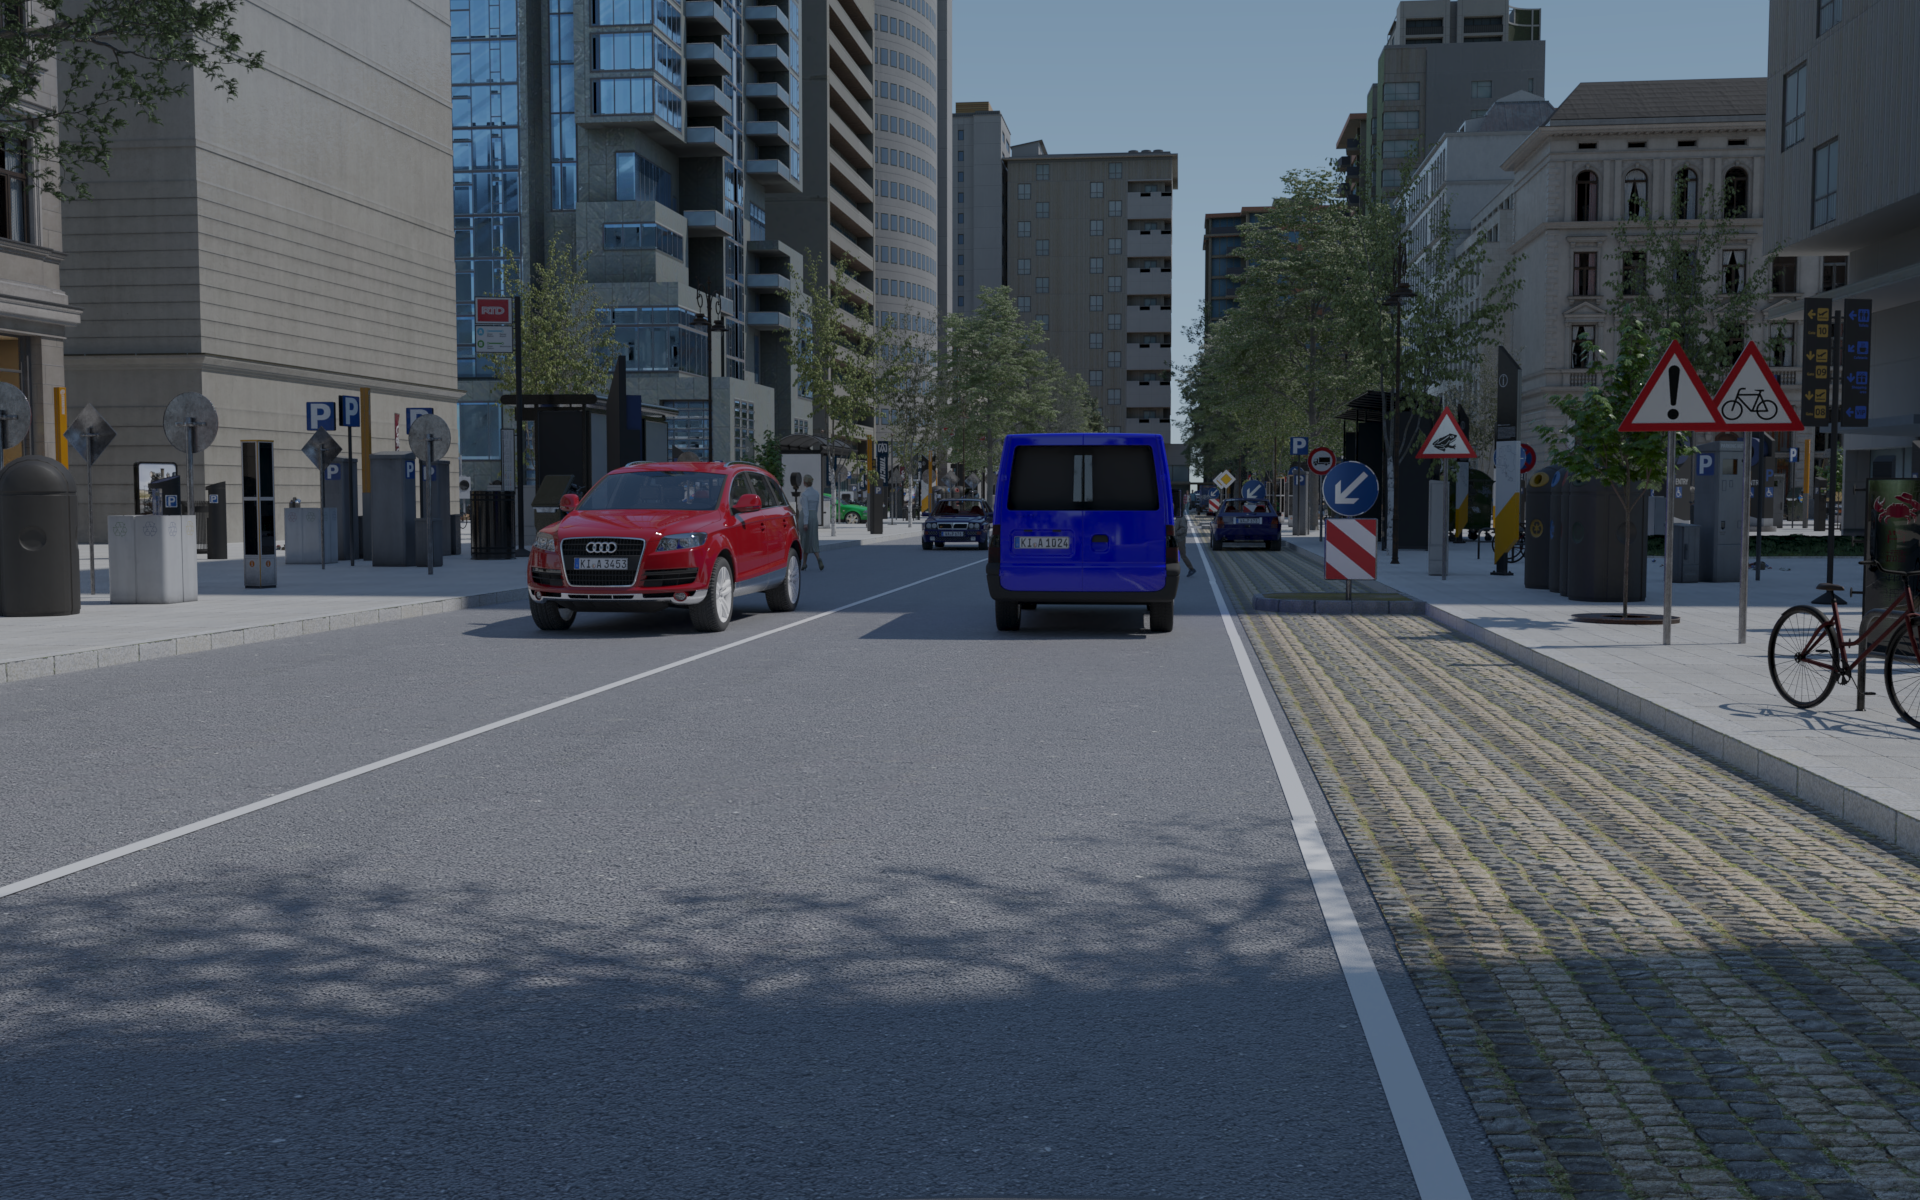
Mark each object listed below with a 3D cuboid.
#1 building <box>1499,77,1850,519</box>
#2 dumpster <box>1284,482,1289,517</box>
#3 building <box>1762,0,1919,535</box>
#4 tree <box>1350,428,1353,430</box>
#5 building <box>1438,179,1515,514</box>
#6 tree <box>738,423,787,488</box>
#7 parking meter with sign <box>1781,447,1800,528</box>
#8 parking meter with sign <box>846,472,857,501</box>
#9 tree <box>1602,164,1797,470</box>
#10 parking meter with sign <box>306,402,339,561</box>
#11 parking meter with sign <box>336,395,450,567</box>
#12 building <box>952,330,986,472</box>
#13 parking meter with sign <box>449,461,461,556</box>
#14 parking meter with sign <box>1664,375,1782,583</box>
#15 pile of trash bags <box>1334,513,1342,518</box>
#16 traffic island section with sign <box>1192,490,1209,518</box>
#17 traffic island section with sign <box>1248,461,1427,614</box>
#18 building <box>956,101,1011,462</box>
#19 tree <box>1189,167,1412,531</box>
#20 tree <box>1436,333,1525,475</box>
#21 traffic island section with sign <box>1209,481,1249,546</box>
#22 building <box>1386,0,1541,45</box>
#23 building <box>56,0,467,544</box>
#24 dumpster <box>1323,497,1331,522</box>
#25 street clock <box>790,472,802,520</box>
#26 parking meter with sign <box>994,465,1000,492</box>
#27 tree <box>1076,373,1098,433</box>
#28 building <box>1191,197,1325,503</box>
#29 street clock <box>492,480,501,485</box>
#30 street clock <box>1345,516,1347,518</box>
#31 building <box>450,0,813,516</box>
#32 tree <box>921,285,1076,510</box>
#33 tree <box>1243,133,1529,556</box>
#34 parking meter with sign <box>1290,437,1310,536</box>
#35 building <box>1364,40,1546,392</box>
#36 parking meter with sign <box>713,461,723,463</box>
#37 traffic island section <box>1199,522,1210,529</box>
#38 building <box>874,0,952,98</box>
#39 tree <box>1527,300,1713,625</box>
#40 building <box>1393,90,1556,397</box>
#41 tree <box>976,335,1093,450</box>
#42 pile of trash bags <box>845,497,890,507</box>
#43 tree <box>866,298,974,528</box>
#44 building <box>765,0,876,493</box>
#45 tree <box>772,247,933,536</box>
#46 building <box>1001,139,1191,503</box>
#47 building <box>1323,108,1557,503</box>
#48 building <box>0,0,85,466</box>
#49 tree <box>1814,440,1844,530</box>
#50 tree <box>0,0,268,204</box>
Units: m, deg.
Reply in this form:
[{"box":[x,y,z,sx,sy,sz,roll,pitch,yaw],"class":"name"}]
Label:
[{"box":[40.204,-16.178,93.387,19.941,23.489,11.050,0,4,7],"class":"building"},{"box":[15.096,-4.473,78.892,1.264,1.857,1.865,0,4,7],"class":"dumpster"},{"box":[36.595,-27.462,38.250,28.713,52.752,27.495,0,4,7],"class":"building"},{"box":[30.917,-10.774,126.515,4.360,8.622,3.978,0,3,0],"class":"tree"},{"box":[37.643,-15.755,112.354,10.420,20.320,16.860,0,4,7],"class":"building"},{"box":[-5.172,-3.222,47.278,1.663,3.219,1.824,0,3,0],"class":"tree"},{"box":[30.434,-4.198,64.903,1.738,3.016,0.543,0,4,-3],"class":"parking meter with sign"},{"box":[-8.283,-8.373,133.161,0.543,3.016,1.738,-2,4,-28],"class":"parking meter with sign"},{"box":[16.603,-5.467,39.754,4.737,8.622,4.395,0,3,0],"class":"tree"},{"box":[-11.991,-2.284,33.606,0.543,3.016,1.738,0,4,5],"class":"parking meter with sign"},{"box":[-10.020,-2.101,30.610,1.738,3.016,0.543,1,4,12],"class":"parking meter with sign"},{"box":[-12.626,-22.102,206.411,28.899,21.520,27.650,0,4,7],"class":"building"},{"box":[-10.828,-2.418,35.800,0.543,3.016,1.738,0,4,4],"class":"parking meter with sign"},{"box":[11.074,-1.772,25.240,1.738,3.016,0.543,-2,4,-25],"class":"parking meter with sign"},{"box":[14.827,-3.228,62.529,1.912,1.369,3.447,3,4,36],"class":"pile of trash bags"},{"box":[14.987,-5.775,103.043,1.989,1.847,2.006,0,4,7],"class":"traffic island section with sign"},{"box":[4.666,-0.789,21.525,1.989,1.847,2.006,0,4,7],"class":"traffic island section with sign"},{"box":[-6.631,-44.172,264.217,28.212,58.520,21.231,0,4,7],"class":"building"},{"box":[12.296,-8.747,61.142,7.486,12.596,7.792,0,3,0],"class":"tree"},{"box":[24.116,-7.916,79.787,4.360,8.622,3.978,0,3,0],"class":"tree"},{"box":[8.070,-2.434,48.423,1.989,1.847,2.006,0,4,7],"class":"traffic island section with sign"},{"box":[73.512,-49.879,253.775,20.611,71.187,20.563,0,4,7],"class":"building"},{"box":[-39.556,-16.971,53.896,44.131,29.872,17.030,0,4,7],"class":"building"},{"box":[17.150,-4.647,78.468,1.502,2.255,1.985,0,4,7],"class":"dumpster"},{"box":[-5.438,-3.235,57.459,0.358,2.002,0.471,1,4,19],"class":"street clock"},{"box":[2.311,-6.610,104.331,0.543,3.016,1.738,0,4,3],"class":"parking meter with sign"},{"box":[7.344,-13.841,144.424,7.486,12.596,7.792,0,3,0],"class":"tree"},{"box":[49.099,-36.948,258.715,28.867,44.769,22.147,0,4,7],"class":"building"},{"box":[-23.719,-5.148,88.733,0.471,2.002,0.358,-2,4,-34],"class":"street clock"},{"box":[9.142,-2.212,40.744,0.358,2.002,0.471,1,4,15],"class":"street clock"},{"box":[-21.760,-48.743,109.617,22.319,86.520,31.000,0,4,7],"class":"building"},{"box":[1.657,-10.756,93.990,7.486,12.596,7.792,0,3,0],"class":"tree"},{"box":[9.107,-5.215,35.626,4.737,8.622,4.395,0,3,0],"class":"tree"},{"box":[10.576,-3.510,53.644,0.543,3.016,1.738,1,4,17],"class":"parking meter with sign"},{"box":[45.489,-29.189,160.827,14.154,41.232,14.086,0,4,7],"class":"building"},{"box":[-12.912,-5.692,89.318,0.543,3.016,1.738,2,4,25],"class":"parking meter with sign"},{"box":[11.877,-3.447,78.640,2.009,0.180,2.903,0,4,7],"class":"traffic island section"},{"box":[-12.986,-38.467,170.926,21.231,58.520,28.212,0,4,7],"class":"building"},{"box":[6.744,-1.401,17.509,1.663,3.219,1.824,0,3,0],"class":"tree"},{"box":[41.195,-21.897,135.502,11.434,29.767,29.804,0,4,7],"class":"building"},{"box":[5.487,-13.487,130.886,12.009,13.543,11.850,0,3,0],"class":"tree"},{"box":[-5.852,-6.005,107.939,3.447,1.369,1.912,3,5,43],"class":"pile of trash bags"},{"box":[-1.691,-7.087,66.242,4.360,8.622,3.978,0,3,0],"class":"tree"},{"box":[-19.432,-31.883,144.991,21.300,48.544,21.600,0,4,7],"class":"building"},{"box":[-3.632,-6.220,52.063,4.737,8.622,4.395,0,3,0],"class":"tree"},{"box":[21.436,-41.290,264.330,27.495,52.752,28.713,0,4,7],"class":"building"},{"box":[53.998,-33.099,195.786,22.147,44.769,28.867,0,4,7],"class":"building"},{"box":[-26.582,-10.273,18.875,10.553,20.767,40.483,0,4,7],"class":"building"},{"box":[31.647,-4.159,62.599,1.663,3.219,1.824,0,3,0],"class":"tree"},{"box":[-8.567,-4.744,11.982,8.767,10.594,7.601,-1,4,-16],"class":"tree"}]
